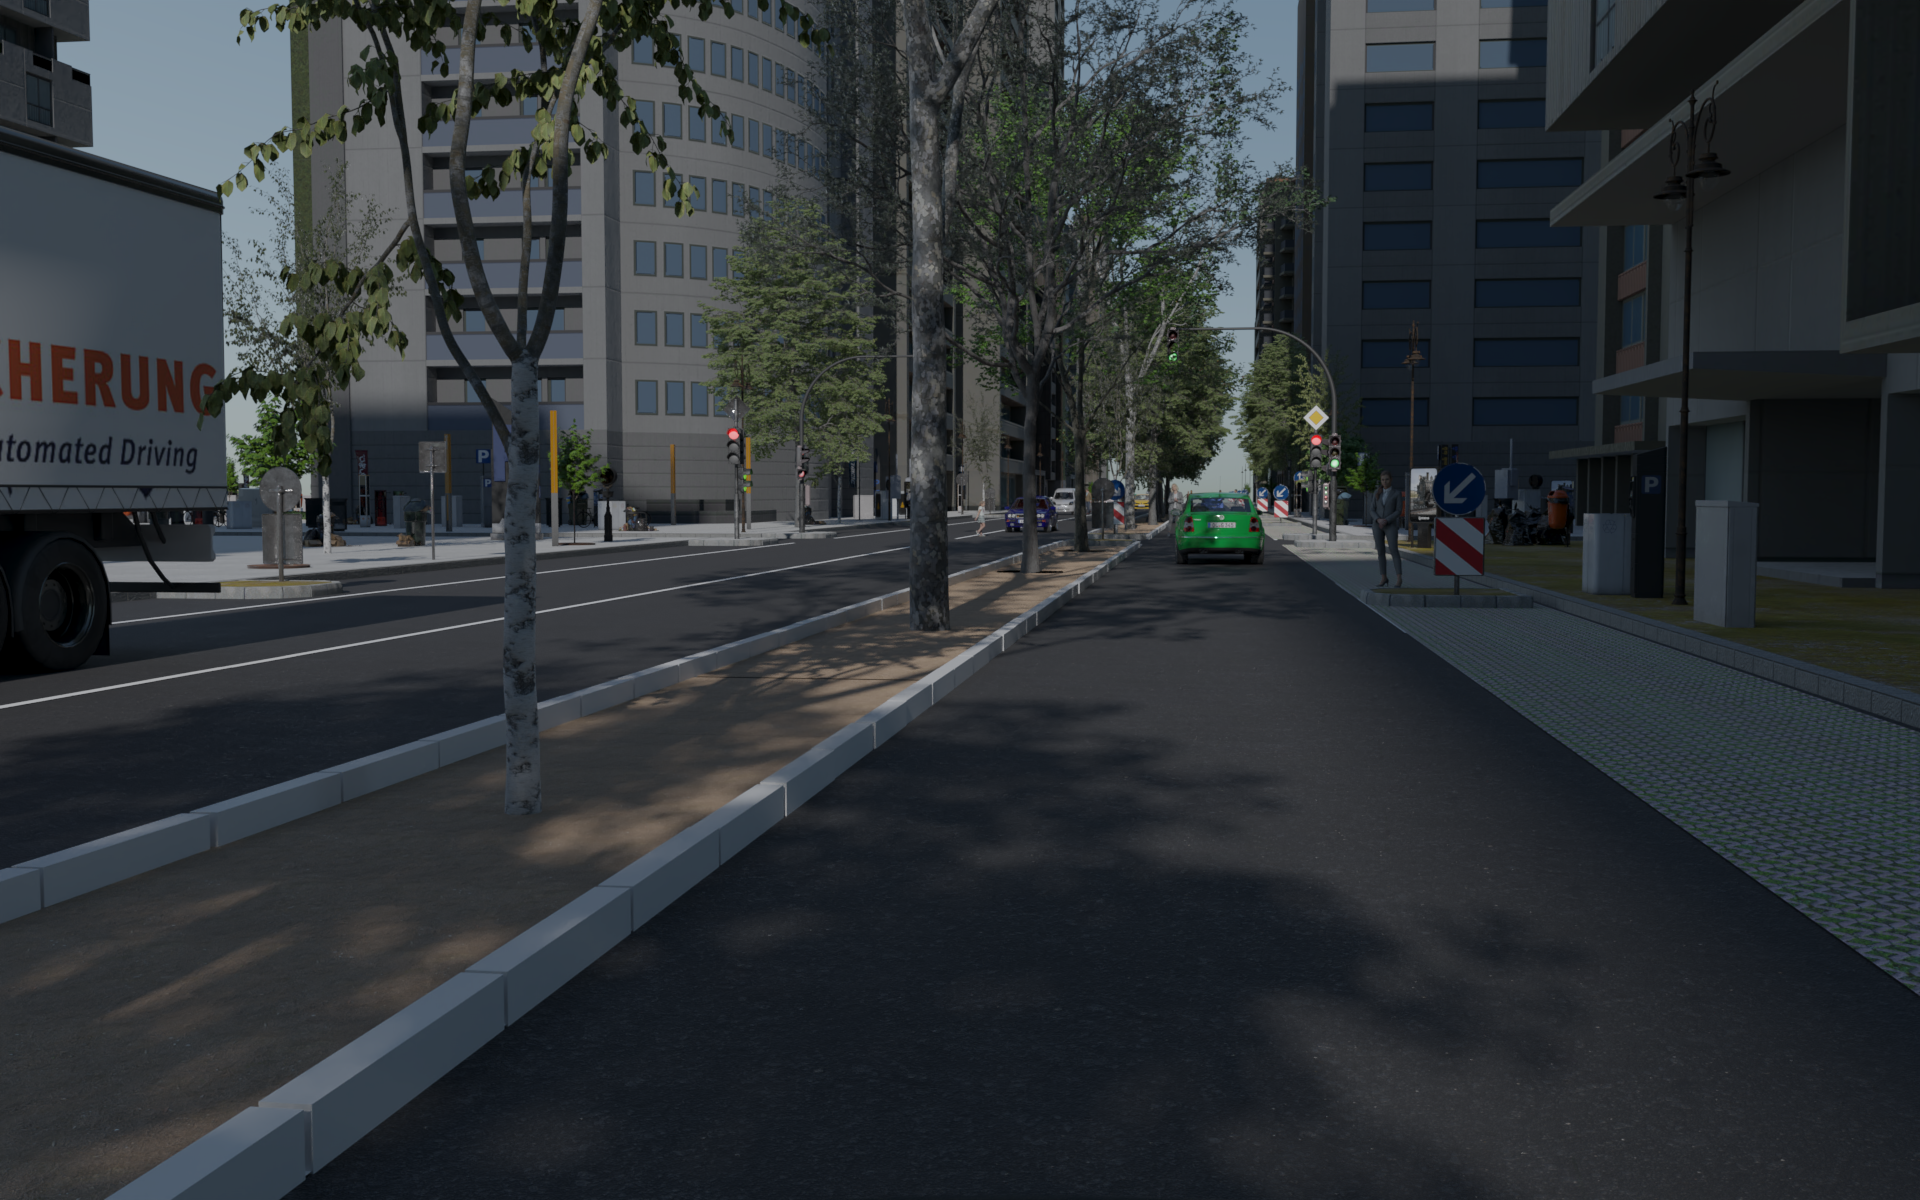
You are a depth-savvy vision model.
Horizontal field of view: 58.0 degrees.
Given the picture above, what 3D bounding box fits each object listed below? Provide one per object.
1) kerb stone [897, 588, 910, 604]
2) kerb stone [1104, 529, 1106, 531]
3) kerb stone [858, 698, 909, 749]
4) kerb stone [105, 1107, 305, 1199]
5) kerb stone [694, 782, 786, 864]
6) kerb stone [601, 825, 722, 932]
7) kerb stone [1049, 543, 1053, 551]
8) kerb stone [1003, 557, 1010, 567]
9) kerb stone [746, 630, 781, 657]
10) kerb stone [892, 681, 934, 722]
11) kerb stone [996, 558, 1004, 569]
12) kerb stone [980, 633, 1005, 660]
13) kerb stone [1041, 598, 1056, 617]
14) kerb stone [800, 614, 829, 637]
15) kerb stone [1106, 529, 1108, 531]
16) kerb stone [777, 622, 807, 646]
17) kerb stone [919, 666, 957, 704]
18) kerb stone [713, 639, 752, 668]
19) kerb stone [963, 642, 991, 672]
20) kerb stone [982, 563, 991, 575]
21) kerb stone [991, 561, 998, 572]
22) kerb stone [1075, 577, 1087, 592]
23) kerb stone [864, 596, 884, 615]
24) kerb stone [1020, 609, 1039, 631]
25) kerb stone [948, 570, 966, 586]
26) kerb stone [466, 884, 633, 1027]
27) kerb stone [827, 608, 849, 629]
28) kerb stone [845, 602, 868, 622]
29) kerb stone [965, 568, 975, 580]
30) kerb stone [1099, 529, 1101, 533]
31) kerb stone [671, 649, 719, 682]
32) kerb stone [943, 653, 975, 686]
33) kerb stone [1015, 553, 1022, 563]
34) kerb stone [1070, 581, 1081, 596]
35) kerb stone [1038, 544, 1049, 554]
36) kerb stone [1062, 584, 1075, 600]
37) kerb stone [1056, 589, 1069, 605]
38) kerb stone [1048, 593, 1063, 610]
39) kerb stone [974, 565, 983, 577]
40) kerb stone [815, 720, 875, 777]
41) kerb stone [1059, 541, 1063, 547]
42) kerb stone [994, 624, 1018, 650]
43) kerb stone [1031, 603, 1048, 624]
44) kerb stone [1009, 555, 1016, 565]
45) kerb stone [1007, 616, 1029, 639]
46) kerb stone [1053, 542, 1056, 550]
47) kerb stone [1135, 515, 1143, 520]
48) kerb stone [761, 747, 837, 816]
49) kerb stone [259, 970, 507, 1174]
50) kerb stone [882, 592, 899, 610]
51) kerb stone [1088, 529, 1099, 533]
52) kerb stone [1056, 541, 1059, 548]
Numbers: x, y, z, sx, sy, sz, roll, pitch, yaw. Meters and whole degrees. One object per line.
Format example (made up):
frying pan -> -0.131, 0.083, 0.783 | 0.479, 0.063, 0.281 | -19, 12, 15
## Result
kerb stone -> -0.789, -0.031, 22.701 | 0.120, 0.150, 1.000 | 1, 4, 8
kerb stone -> 5.279, -2.600, 64.797 | 0.120, 0.150, 1.000 | 1, 4, 8
kerb stone -> -0.463, 0.731, 10.237 | 0.120, 0.150, 1.000 | 1, 4, 8
kerb stone -> -1.498, 1.166, 3.129 | 0.120, 0.150, 1.000 | 1, 4, 8
kerb stone -> -0.911, 0.923, 7.181 | 0.120, 0.150, 1.000 | 1, 4, 8
kerb stone -> -1.057, 0.980, 6.169 | 0.120, 0.150, 1.000 | 1, 4, 8
kerb stone -> 2.134, -1.273, 43.004 | 0.120, 0.150, 1.000 | 1, 4, 8
kerb stone -> 0.821, -0.714, 33.872 | 0.120, 0.150, 1.000 | 1, 4, 8
kerb stone -> -1.815, 0.407, 15.599 | 0.120, 0.150, 1.000 | 1, 4, 8
kerb stone -> -0.322, 0.669, 11.249 | 0.120, 0.150, 1.000 | 1, 4, 8
kerb stone -> 0.674, -0.647, 32.861 | 0.120, 0.150, 1.000 | 1, 4, 8
kerb stone -> 0.257, 0.427, 15.302 | 0.120, 0.150, 1.000 | 1, 4, 8
kerb stone -> 0.994, 0.112, 20.362 | 0.120, 0.150, 1.000 | 1, 4, 8
kerb stone -> -1.529, 0.283, 17.624 | 0.120, 0.150, 1.000 | 1, 4, 8
kerb stone -> 5.427, -2.668, 65.819 | 0.120, 0.150, 1.000 | 1, 4, 8
kerb stone -> -1.669, 0.348, 16.611 | 0.120, 0.150, 1.000 | 1, 4, 8
kerb stone -> -0.173, 0.609, 12.261 | 0.120, 0.150, 1.000 | 1, 4, 8
kerb stone -> -1.962, 0.466, 14.587 | 0.120, 0.150, 1.000 | 1, 4, 8
kerb stone -> 0.116, 0.487, 14.285 | 0.120, 0.150, 1.000 | 1, 4, 8
kerb stone -> 0.384, -0.527, 30.828 | 0.120, 0.150, 1.000 | 1, 4, 8
kerb stone -> 0.527, -0.590, 31.849 | 0.120, 0.150, 1.000 | 1, 4, 8
kerb stone -> 1.732, -0.196, 25.436 | 0.120, 0.150, 1.000 | 1, 4, 8
kerb stone -> -1.091, 0.093, 20.672 | 0.120, 0.150, 1.000 | 1, 4, 8
kerb stone -> 0.699, 0.236, 18.337 | 0.120, 0.150, 1.000 | 1, 4, 8
kerb stone -> -0.066, -0.337, 27.776 | 0.120, 0.150, 1.000 | 1, 4, 8
kerb stone -> -1.204, 1.042, 5.157 | 0.120, 0.150, 1.000 | 1, 4, 8
kerb stone -> -1.383, 0.224, 18.637 | 0.120, 0.150, 1.000 | 1, 4, 8
kerb stone -> -1.235, 0.155, 19.655 | 0.120, 0.150, 1.000 | 1, 4, 8
kerb stone -> 0.083, -0.404, 28.796 | 0.120, 0.150, 1.000 | 1, 4, 8
kerb stone -> 4.834, -2.420, 61.760 | 0.120, 0.150, 1.000 | 1, 4, 8
kerb stone -> -2.108, 0.527, 13.575 | 0.120, 0.150, 1.000 | 1, 4, 8
kerb stone -> -0.028, 0.550, 13.273 | 0.120, 0.150, 1.000 | 1, 4, 8
kerb stone -> 1.111, -0.839, 35.905 | 0.120, 0.150, 1.000 | 1, 4, 8
kerb stone -> 1.572, -0.136, 24.423 | 0.120, 0.150, 1.000 | 1, 4, 8
kerb stone -> 1.989, -1.210, 41.979 | 0.120, 0.150, 1.000 | 1, 4, 8
kerb stone -> 1.423, -0.074, 23.412 | 0.120, 0.150, 1.000 | 1, 4, 8
kerb stone -> 1.280, -0.010, 22.391 | 0.120, 0.150, 1.000 | 1, 4, 8
kerb stone -> 1.134, 0.051, 21.379 | 0.120, 0.150, 1.000 | 1, 4, 8
kerb stone -> 0.229, -0.463, 29.807 | 0.120, 0.150, 1.000 | 1, 4, 8
kerb stone -> -0.620, 0.794, 9.212 | 0.120, 0.150, 1.000 | 1, 4, 8
kerb stone -> 2.569, -1.459, 46.048 | 0.120, 0.150, 1.000 | 1, 4, 8
kerb stone -> 0.411, 0.360, 16.312 | 0.120, 0.150, 1.000 | 1, 4, 8
kerb stone -> 0.852, 0.174, 19.349 | 0.120, 0.150, 1.000 | 1, 4, 8
kerb stone -> 0.956, -0.776, 34.885 | 0.120, 0.150, 1.000 | 1, 4, 8
kerb stone -> 0.550, 0.298, 17.325 | 0.120, 0.150, 1.000 | 1, 4, 8
kerb stone -> 2.282, -1.334, 44.016 | 0.120, 0.150, 1.000 | 1, 4, 8
kerb stone -> 10.251, -4.719, 99.348 | 0.120, 0.150, 1.000 | 1, 4, 8
kerb stone -> -0.759, 0.856, 8.199 | 0.120, 0.150, 1.000 | 1, 4, 8
kerb stone -> -1.350, 1.104, 4.145 | 0.120, 0.150, 1.000 | 1, 4, 8
kerb stone -> -0.939, 0.031, 21.690 | 0.120, 0.150, 1.000 | 1, 4, 8
kerb stone -> 4.687, -2.357, 60.740 | 0.120, 0.150, 1.000 | 1, 4, 8
kerb stone -> 2.416, -1.389, 45.030 | 0.120, 0.150, 1.000 | 1, 4, 8
